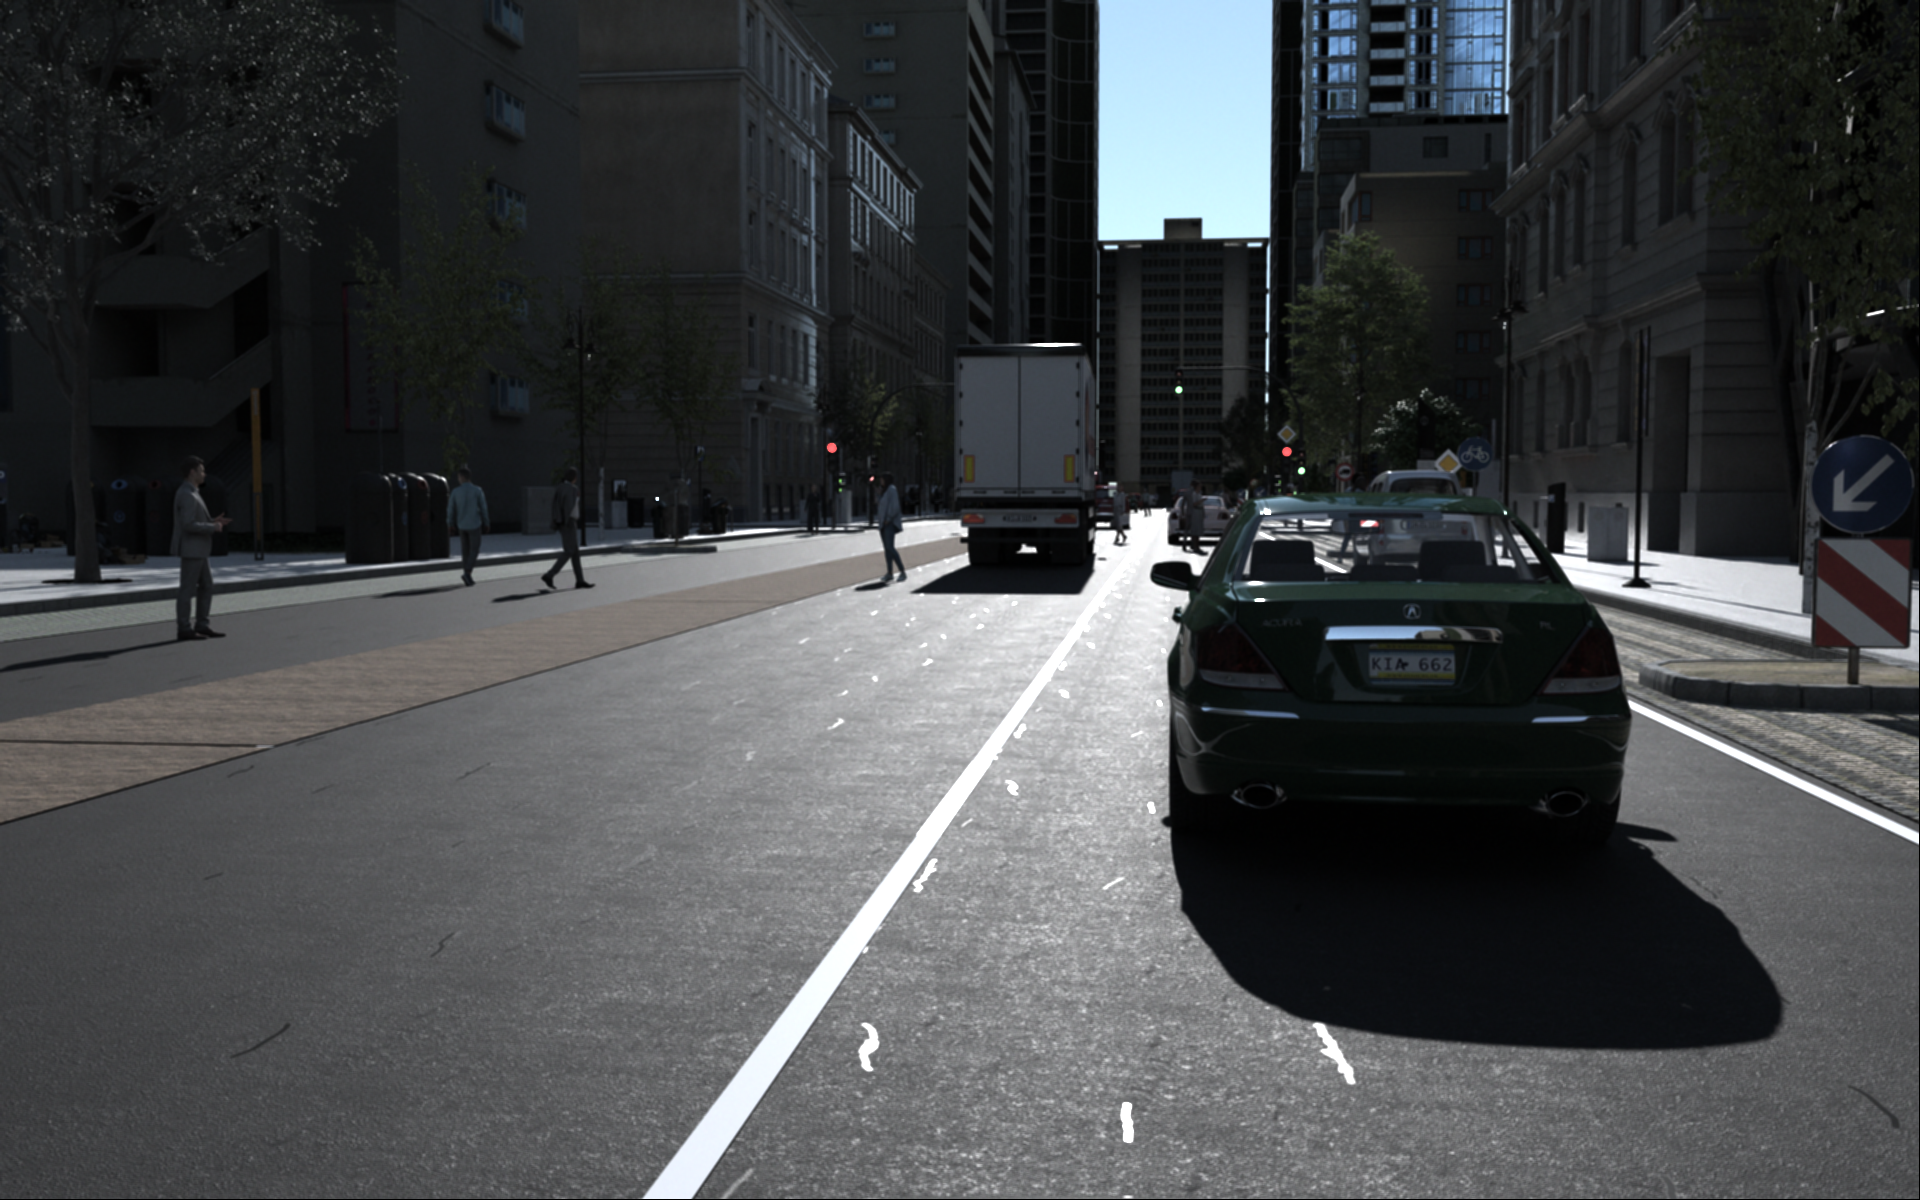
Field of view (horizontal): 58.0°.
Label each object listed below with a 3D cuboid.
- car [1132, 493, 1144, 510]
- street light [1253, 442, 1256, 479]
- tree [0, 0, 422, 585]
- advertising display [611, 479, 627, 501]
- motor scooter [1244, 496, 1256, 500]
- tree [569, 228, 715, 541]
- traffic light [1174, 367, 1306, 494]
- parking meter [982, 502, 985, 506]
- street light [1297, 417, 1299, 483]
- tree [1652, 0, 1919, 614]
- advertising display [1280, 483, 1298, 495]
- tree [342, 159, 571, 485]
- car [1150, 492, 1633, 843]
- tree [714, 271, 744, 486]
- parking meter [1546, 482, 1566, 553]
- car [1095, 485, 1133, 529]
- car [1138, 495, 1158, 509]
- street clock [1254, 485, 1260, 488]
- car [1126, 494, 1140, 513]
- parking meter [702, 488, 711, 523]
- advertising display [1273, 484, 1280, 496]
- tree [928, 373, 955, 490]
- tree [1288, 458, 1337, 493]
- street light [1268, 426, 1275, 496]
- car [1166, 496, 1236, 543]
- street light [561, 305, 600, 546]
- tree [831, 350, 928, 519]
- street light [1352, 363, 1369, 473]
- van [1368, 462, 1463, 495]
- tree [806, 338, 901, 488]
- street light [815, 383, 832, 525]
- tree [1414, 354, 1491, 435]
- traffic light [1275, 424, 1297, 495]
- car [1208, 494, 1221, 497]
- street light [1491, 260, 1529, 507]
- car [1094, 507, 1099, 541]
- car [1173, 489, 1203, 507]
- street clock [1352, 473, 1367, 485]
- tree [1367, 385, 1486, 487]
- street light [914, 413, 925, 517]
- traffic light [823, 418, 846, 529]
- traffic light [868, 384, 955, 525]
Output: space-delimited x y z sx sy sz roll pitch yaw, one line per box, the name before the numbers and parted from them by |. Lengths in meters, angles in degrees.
car | 16.079 -9.239 160.091 2.155 1.783 4.494 0 4 7
street light | 24.425 -10.456 143.743 0.468 5.910 1.993 0 4 7
tree | -12.746 -6.988 24.622 12.009 13.543 11.850 0 3 0
advertising display | -14.834 -4.294 75.416 0.123 1.923 0.974 2 4 25
motor scooter | 18.788 -6.062 111.889 0.815 1.314 1.986 0 4 7
tree | -10.115 -5.950 47.647 4.737 8.622 4.395 0 3 0
traffic light | 10.050 -5.339 61.967 4.771 5.953 1.251 0 4 7
parking meter | 1.950 -7.982 136.211 0.399 1.863 0.255 -3 5 -41
street light | 17.865 -7.240 91.164 0.468 5.910 1.993 0 4 7
tree | 9.166 -4.142 18.088 4.737 8.622 4.395 0 3 0
advertising display | 19.745 -6.010 103.477 0.974 1.923 0.123 0 4 -8
tree | -10.979 -5.319 37.333 4.737 8.622 4.395 0 3 0
car | 1.996 0.193 8.638 2.131 1.459 4.920 1 4 8
tree | -8.453 -6.271 52.897 4.737 8.622 4.395 0 3 0
parking meter | 13.003 -1.797 37.788 0.372 1.533 0.369 0 3 0
car | 6.211 -3.974 73.648 2.281 1.827 5.304 0 4 5
car | 18.722 -9.819 172.901 2.083 1.381 4.827 0 4 8
street clock | 24.270 -8.371 141.438 0.358 2.002 0.471 -3 4 -38
car | 12.903 -7.509 134.564 2.131 1.459 4.920 0 4 6
parking meter | -11.008 -4.089 75.259 0.372 1.533 0.369 0 3 0
advertising display | 20.344 -6.404 109.924 0.974 1.923 0.123 -1 4 -17
tree | -1.739 -9.369 103.551 4.737 8.622 4.395 0 3 0
tree | 16.918 -5.400 82.888 1.663 3.219 1.824 0 3 0
street light | 21.077 -8.845 117.408 0.468 5.910 1.993 0 4 7
car | 7.169 -2.403 51.651 2.083 1.381 4.827 1 4 9
street light | -9.300 -4.269 42.593 0.468 5.910 1.993 0 4 7
tree | -4.468 -8.443 88.403 4.737 8.622 4.395 0 3 0
street light | 14.131 -5.410 61.236 0.468 5.910 1.993 0 4 7
van | 8.224 -1.517 31.815 2.013 2.044 4.112 0 4 7
tree | -5.222 -8.037 81.767 4.360 8.622 3.978 0 3 0
street light | -5.653 -6.088 72.334 0.468 5.910 1.993 0 4 7
tree | 25.363 -8.569 90.472 4.360 8.622 3.978 0 3 0
traffic light | 13.124 -4.945 69.774 0.839 4.253 0.868 0 4 7
car | 27.592 -10.937 187.610 1.959 1.807 4.718 1 4 8
street light | 10.900 -3.771 34.449 0.468 5.910 1.993 0 4 7
car | 2.976 -2.372 50.579 2.131 1.459 4.920 0 4 7
car | 17.585 -7.648 133.711 2.281 1.827 5.304 1 4 8
street clock | 13.686 -3.355 59.424 0.358 2.002 0.471 -3 4 -39
tree | 13.965 -4.180 52.055 4.285 4.588 4.351 0 3 0
street light | -2.291 -7.692 98.559 0.468 5.910 1.993 0 4 7
traffic light | -4.647 -4.587 63.916 0.839 4.253 0.868 0 4 7
traffic light | -1.573 -5.930 71.617 4.771 5.953 1.251 0 4 7
